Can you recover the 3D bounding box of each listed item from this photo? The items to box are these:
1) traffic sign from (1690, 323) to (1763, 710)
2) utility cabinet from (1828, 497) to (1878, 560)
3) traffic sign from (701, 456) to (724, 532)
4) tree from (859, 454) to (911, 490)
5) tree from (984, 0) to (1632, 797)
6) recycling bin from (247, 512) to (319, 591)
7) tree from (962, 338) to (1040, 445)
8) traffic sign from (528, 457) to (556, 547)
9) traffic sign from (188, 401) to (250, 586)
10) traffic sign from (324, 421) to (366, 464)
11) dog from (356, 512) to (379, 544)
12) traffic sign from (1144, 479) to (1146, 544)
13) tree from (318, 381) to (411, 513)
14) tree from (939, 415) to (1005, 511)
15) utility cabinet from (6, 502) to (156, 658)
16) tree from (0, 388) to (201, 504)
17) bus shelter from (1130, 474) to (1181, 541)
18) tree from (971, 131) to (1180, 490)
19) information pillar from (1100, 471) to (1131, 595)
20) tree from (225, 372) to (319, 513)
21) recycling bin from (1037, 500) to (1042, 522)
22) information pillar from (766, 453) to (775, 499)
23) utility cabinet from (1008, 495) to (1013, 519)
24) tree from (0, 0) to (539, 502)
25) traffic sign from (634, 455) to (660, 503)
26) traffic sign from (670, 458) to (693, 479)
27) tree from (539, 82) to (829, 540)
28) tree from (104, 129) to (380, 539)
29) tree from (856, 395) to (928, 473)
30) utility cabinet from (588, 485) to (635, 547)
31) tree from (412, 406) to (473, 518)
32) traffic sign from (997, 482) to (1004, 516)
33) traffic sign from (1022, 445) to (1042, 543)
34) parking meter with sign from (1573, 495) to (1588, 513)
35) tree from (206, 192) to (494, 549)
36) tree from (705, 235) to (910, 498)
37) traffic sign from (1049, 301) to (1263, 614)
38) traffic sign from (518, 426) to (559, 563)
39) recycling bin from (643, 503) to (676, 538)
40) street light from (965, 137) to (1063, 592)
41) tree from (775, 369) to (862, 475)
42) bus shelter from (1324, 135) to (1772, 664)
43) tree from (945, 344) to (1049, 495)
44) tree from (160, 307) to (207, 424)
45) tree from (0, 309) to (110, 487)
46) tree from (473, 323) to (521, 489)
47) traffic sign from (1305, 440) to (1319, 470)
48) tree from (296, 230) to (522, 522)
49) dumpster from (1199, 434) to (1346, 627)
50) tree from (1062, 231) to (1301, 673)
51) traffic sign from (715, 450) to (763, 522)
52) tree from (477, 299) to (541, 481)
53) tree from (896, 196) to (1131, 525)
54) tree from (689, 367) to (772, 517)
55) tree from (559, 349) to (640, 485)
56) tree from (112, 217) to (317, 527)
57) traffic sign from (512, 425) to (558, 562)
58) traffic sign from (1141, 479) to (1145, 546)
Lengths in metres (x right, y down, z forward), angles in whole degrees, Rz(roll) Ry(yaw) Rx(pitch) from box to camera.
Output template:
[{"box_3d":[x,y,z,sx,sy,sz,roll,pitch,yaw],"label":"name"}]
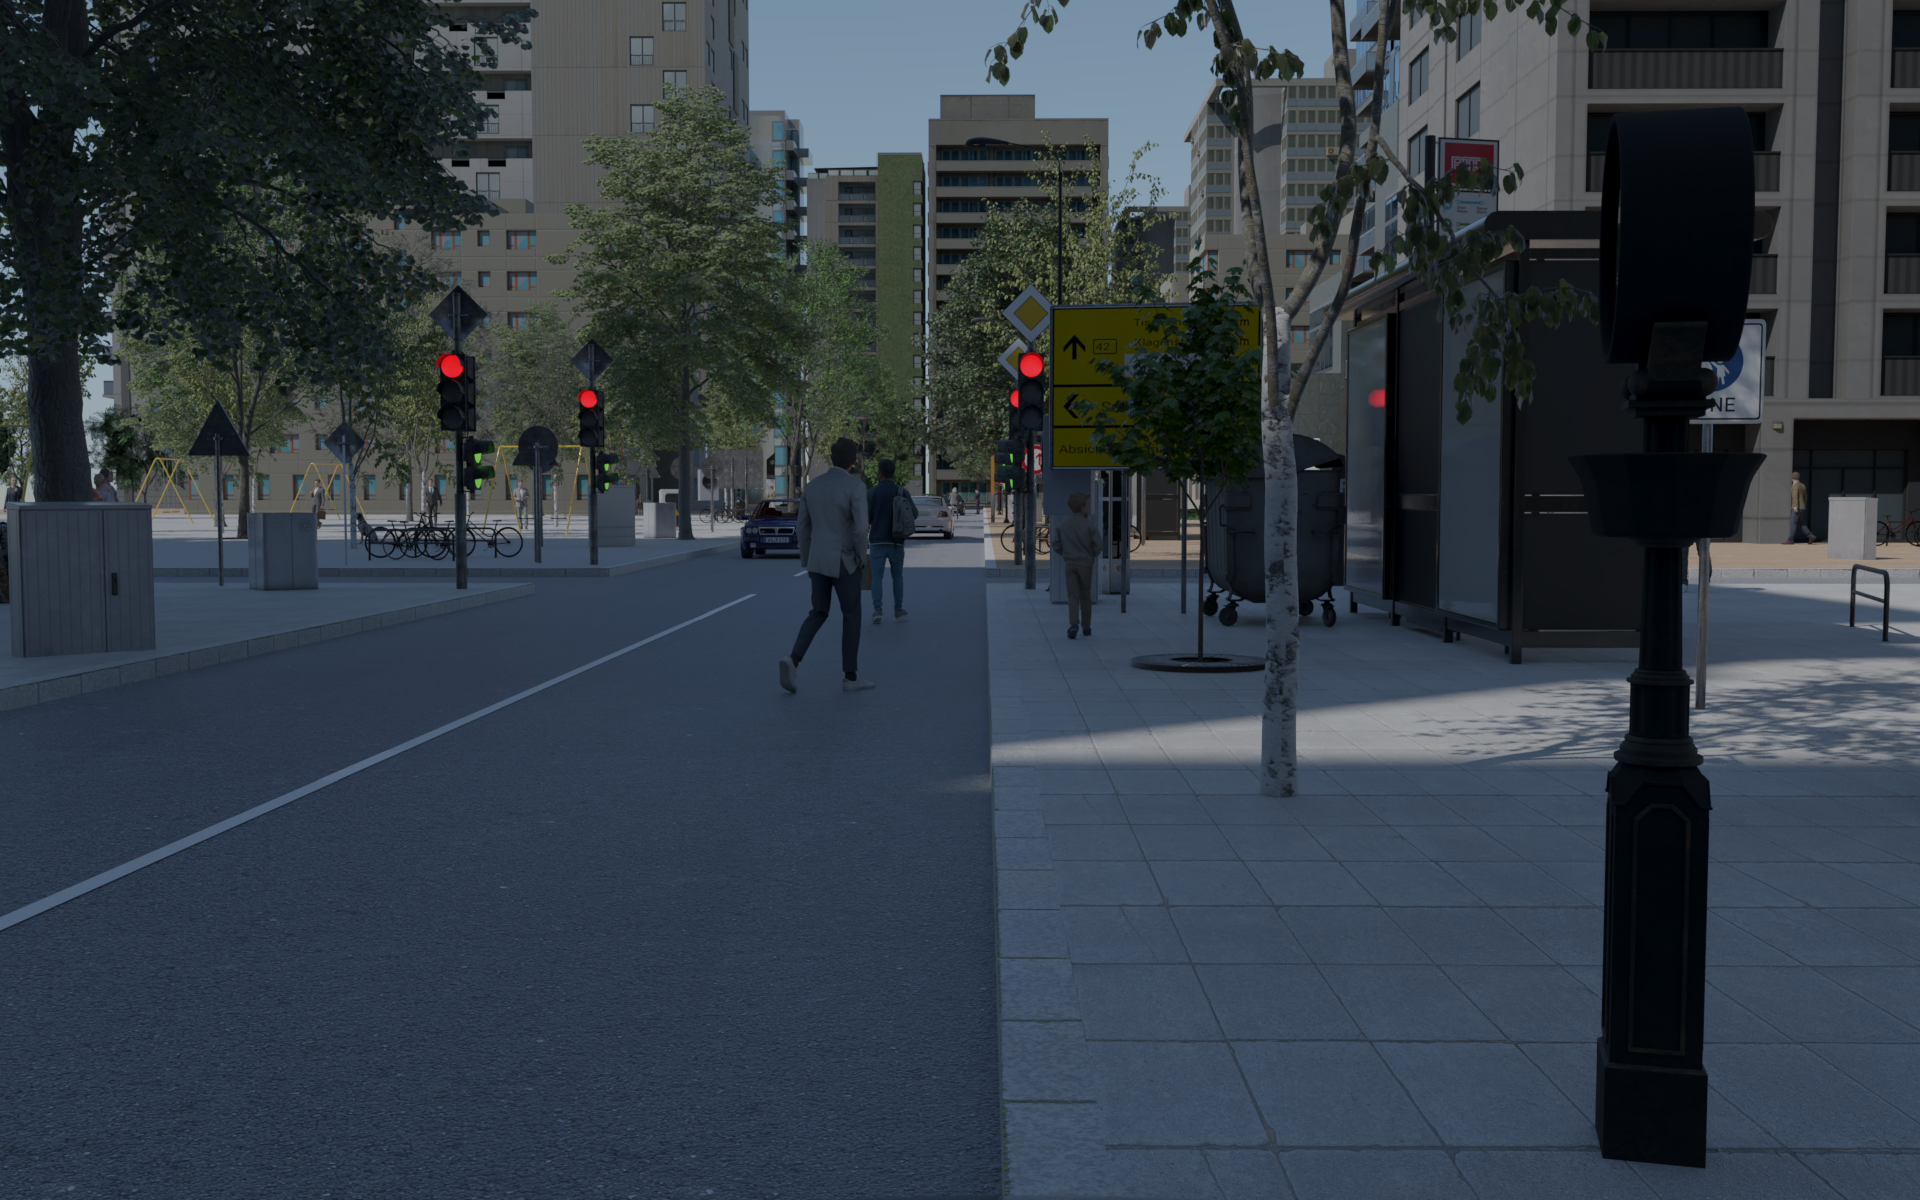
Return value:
[{"box_3d":[4.411,-0.497,10.251,0.606,2.300,0.079,0,4,5],"label":"traffic sign"},{"box_3d":[17.596,-1.405,34.141,0.306,1.237,1.020,-1,4,-13],"label":"utility cabinet"},{"box_3d":[-8.340,-3.559,58.299,0.768,2.556,0.104,0,4,5],"label":"traffic sign"},{"box_3d":[-5.899,-10.171,150.010,4.285,4.588,4.351,0,3,0],"label":"tree"},{"box_3d":[1.214,-3.461,6.952,4.360,8.622,3.978,0,3,0],"label":"tree"},{"box_3d":[-9.156,-0.665,23.420,0.722,1.027,0.722,-3,5,-39],"label":"recycling bin"},{"box_3d":[3.239,-9.244,85.555,7.601,10.594,8.767,0,4,-1],"label":"tree"},{"box_3d":[-10.204,-2.572,42.150,0.768,2.556,0.104,0,4,7],"label":"traffic sign"},{"box_3d":[-10.330,-1.477,24.150,0.884,2.594,0.081,0,4,4],"label":"traffic sign"},{"box_3d":[-11.057,-1.920,31.122,0.795,2.593,0.064,0,4,7],"label":"traffic sign"},{"box_3d":[-15.095,-1.831,44.324,0.800,0.831,0.513,1,4,22],"label":"dog"},{"box_3d":[4.735,-2.718,44.540,0.768,2.556,0.104,0,4,2],"label":"traffic sign"},{"box_3d":[-32.840,-8.747,93.376,4.360,8.622,3.978,0,3,0],"label":"tree"},{"box_3d":[2.998,-13.953,134.790,9.857,13.997,8.962,0,3,0],"label":"tree"},{"box_3d":[-7.081,-0.173,13.987,0.306,1.237,1.020,3,5,43],"label":"utility cabinet"},{"box_3d":[-49.573,-7.590,87.008,11.467,7.101,20.602,3,5,42],"label":"tree"},{"box_3d":[5.800,-4.534,51.759,2.179,5.291,8.768,0,4,1],"label":"bus shelter"},{"box_3d":[2.573,-5.154,34.624,4.737,8.622,4.395,0,3,0],"label":"tree"},{"box_3d":[1.980,-1.080,22.144,0.304,2.012,0.304,-1,4,-23],"label":"information pillar"},{"box_3d":[-33.972,-8.135,83.377,4.360,8.622,3.978,0,3,0],"label":"tree"},{"box_3d":[3.341,-4.143,80.286,0.722,1.027,0.722,-2,4,-27],"label":"recycling bin"},{"box_3d":[-10.637,-6.493,97.516,0.504,3.616,0.183,-1,4,-18],"label":"information pillar"},{"box_3d":[3.016,-4.879,90.928,1.020,1.237,0.306,2,4,25],"label":"utility cabinet"},{"box_3d":[-8.569,-6.684,15.946,9.857,13.997,8.962,0,3,0],"label":"tree"},{"box_3d":[-10.127,-3.428,56.057,0.884,2.594,0.081,1,4,9],"label":"traffic sign"},{"box_3d":[-9.610,-3.649,59.763,0.768,2.556,0.104,0,4,2],"label":"traffic sign"},{"box_3d":[-7.529,-7.940,47.947,7.486,12.596,7.792,0,3,0],"label":"tree"},{"box_3d":[-20.347,-7.543,49.083,9.928,11.665,9.643,0,3,0],"label":"tree"},{"box_3d":[-6.560,-13.837,160.651,8.767,10.594,7.601,1,4,10],"label":"tree"},{"box_3d":[-8.476,-2.046,42.126,0.318,1.500,1.173,3,5,43],"label":"utility cabinet"},{"box_3d":[-26.087,-8.678,92.254,4.360,8.622,3.978,0,3,0],"label":"tree"},{"box_3d":[2.537,-6.321,103.457,0.768,2.556,0.104,0,4,4],"label":"traffic sign"},{"box_3d":[1.944,-2.735,44.829,0.768,2.556,0.104,0,4,2],"label":"traffic sign"},{"box_3d":[12.474,-2.313,34.084,0.543,3.016,1.738,-3,4,-39],"label":"parking meter with sign"},{"box_3d":[-14.010,-5.504,40.355,4.737,8.622,4.395,0,3,0],"label":"tree"},{"box_3d":[-6.578,-8.766,69.072,9.928,11.665,9.643,0,3,0],"label":"tree"},{"box_3d":[2.085,-1.509,18.551,2.265,3.308,0.079,1,4,10],"label":"traffic sign"},{"box_3d":[-7.848,-1.965,32.227,0.768,2.556,0.104,0,4,3],"label":"traffic sign"},{"box_3d":[-8.748,-2.320,50.482,0.722,1.027,0.722,-3,4,-38],"label":"recycling bin"},{"box_3d":[0.765,-3.068,22.697,1.470,5.913,1.316,0,4,1],"label":"street light"},{"box_3d":[-7.419,-9.126,99.564,4.737,8.622,4.395,0,3,0],"label":"tree"},{"box_3d":[4.996,-2.417,17.146,2.179,5.291,8.768,0,4,1],"label":"bus shelter"},{"box_3d":[2.607,-10.852,95.551,7.486,12.596,7.792,0,3,0],"label":"tree"},{"box_3d":[-24.019,-6.494,56.532,4.737,8.622,4.395,0,3,0],"label":"tree"},{"box_3d":[-30.241,-6.535,57.213,4.737,8.622,4.395,0,3,0],"label":"tree"},{"box_3d":[-15.950,-7.148,67.230,4.360,8.622,3.978,0,3,0],"label":"tree"},{"box_3d":[6.318,-1.824,31.950,0.606,2.300,0.079,0,4,4],"label":"traffic sign"},{"box_3d":[-25.430,-10.364,79.816,12.009,13.543,11.850,0,3,0],"label":"tree"},{"box_3d":[3.121,-0.713,17.418,1.264,1.857,1.865,0,4,1],"label":"dumpster"},{"box_3d":[1.822,-1.122,12.946,1.663,3.219,1.824,0,3,0],"label":"tree"},{"box_3d":[-10.128,-5.230,79.379,2.265,3.308,0.079,0,4,8],"label":"traffic sign"},{"box_3d":[-24.444,-11.173,100.803,7.486,12.596,7.792,0,3,0],"label":"tree"},{"box_3d":[2.401,-9.158,66.749,9.611,12.733,9.660,0,3,0],"label":"tree"},{"box_3d":[-13.260,-9.285,102.176,4.737,8.622,4.395,0,3,0],"label":"tree"},{"box_3d":[-16.552,-7.978,80.797,4.737,8.622,4.395,0,3,0],"label":"tree"},{"box_3d":[-28.788,-9.101,66.933,7.486,12.596,7.792,0,3,0],"label":"tree"},{"box_3d":[-7.979,-1.990,32.533,0.884,2.594,0.081,0,4,4],"label":"traffic sign"},{"box_3d":[4.546,-2.622,42.972,0.768,2.556,0.104,1,4,10],"label":"traffic sign"}]
